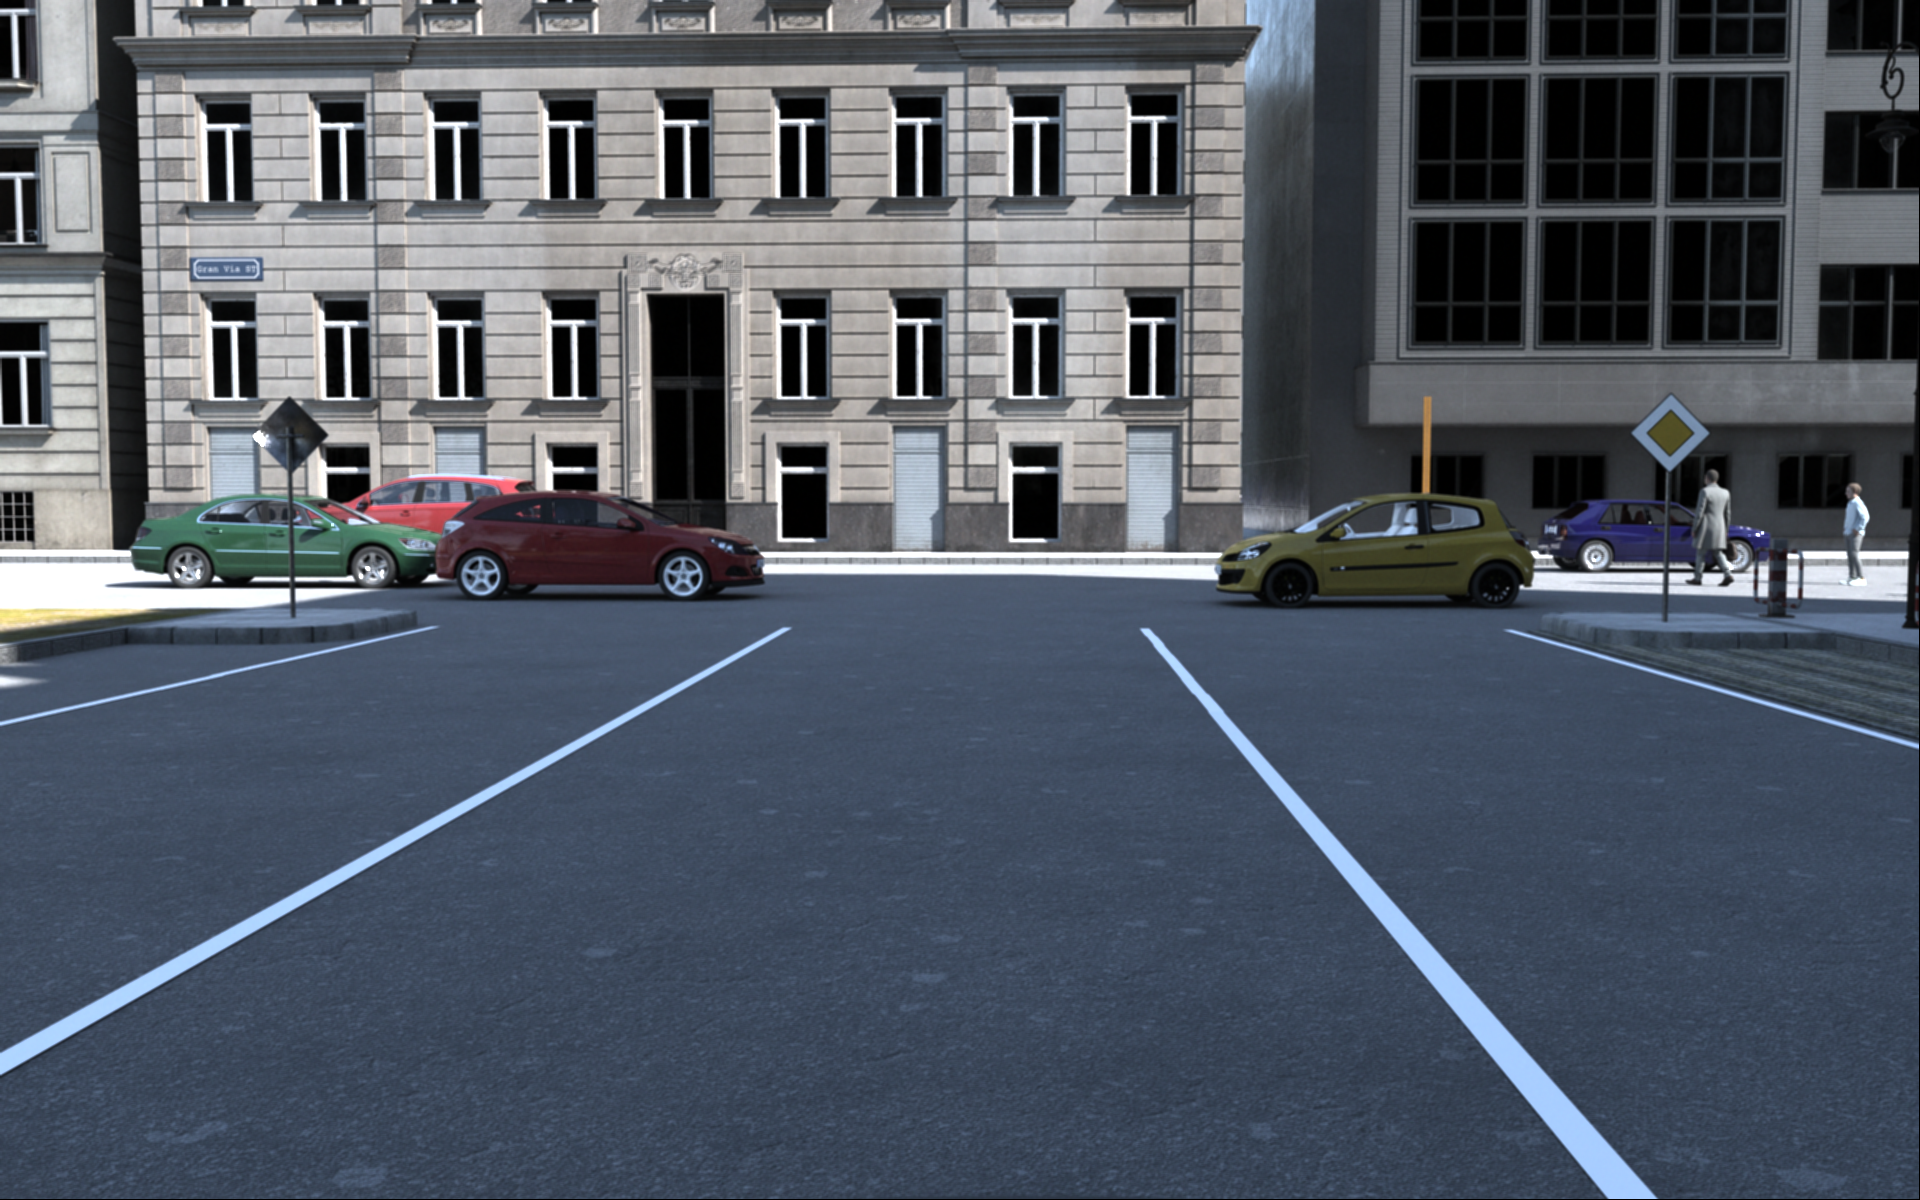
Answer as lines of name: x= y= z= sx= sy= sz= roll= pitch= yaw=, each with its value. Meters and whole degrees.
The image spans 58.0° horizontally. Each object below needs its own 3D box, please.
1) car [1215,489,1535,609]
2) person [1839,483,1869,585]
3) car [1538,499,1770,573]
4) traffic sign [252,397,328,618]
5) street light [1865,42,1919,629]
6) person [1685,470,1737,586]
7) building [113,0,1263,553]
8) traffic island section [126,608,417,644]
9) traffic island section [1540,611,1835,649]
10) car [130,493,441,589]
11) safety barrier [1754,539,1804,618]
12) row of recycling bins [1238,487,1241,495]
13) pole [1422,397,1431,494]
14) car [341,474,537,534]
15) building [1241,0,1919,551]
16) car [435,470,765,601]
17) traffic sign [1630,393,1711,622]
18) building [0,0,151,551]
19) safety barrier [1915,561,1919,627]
car: x=5.319 y=-0.746 z=22.418 sx=3.980 sy=1.641 sz=2.015 roll=0 pitch=4 yaw=1
person: x=14.161 y=-1.049 z=27.459 sx=0.330 sy=1.601 sz=0.589 roll=1 pitch=4 yaw=13
car: x=12.880 y=-1.198 z=32.167 sx=3.894 sy=1.354 sz=1.945 roll=0 pitch=4 yaw=3
traffic sign: x=-6.911 y=-0.872 z=17.894 sx=0.795 sy=2.450 sz=0.064 roll=0 pitch=4 yaw=2
street light: x=9.119 y=-2.667 z=16.400 sx=0.468 sy=5.910 sz=1.993 roll=0 pitch=4 yaw=2
person: x=11.733 y=-1.129 z=27.068 sx=0.694 sy=1.812 sz=0.767 roll=-1 pitch=4 yaw=-20
building: x=-5.753 y=-15.019 z=42.816 sx=25.104 sy=27.353 sz=12.463 roll=0 pitch=4 yaw=2
traffic island section: x=-6.935 y=0.265 z=17.956 sx=2.009 sy=0.180 sz=2.903 roll=0 pitch=4 yaw=2
traffic island section: x=7.095 y=0.299 z=17.394 sx=2.009 sy=0.180 sz=2.903 roll=0 pitch=4 yaw=2
car: x=-10.280 y=-0.929 z=26.994 sx=4.920 sy=1.459 sz=2.131 roll=0 pitch=4 yaw=1
safety barrier: x=8.499 y=-0.228 z=18.000 sx=0.300 sy=0.817 sz=1.120 roll=0 pitch=4 yaw=2
row of recycling bins: x=15.518 y=-5.563 z=98.066 sx=3.534 sy=1.692 sz=1.069 roll=0 pitch=4 yaw=1
pole: x=9.785 y=-2.600 z=36.353 sx=0.158 sy=3.312 sz=0.155 roll=0 pitch=3 yaw=0
car: x=-10.662 y=-1.567 z=34.295 sx=5.304 sy=1.827 sz=2.281 roll=0 pitch=4 yaw=1
building: x=22.973 y=-13.708 z=43.196 sx=30.058 sy=24.678 sz=14.314 roll=0 pitch=4 yaw=2
car: x=-4.947 y=-0.916 z=24.011 sx=4.494 sy=1.783 sz=2.155 roll=0 pitch=4 yaw=3
traffic sign: x=7.071 y=-0.836 z=17.318 sx=0.795 sy=2.450 sz=0.064 roll=0 pitch=4 yaw=2
building: x=-33.219 y=-13.035 z=46.407 sx=30.059 sy=22.955 sz=16.112 roll=0 pitch=4 yaw=2
safety barrier: x=8.368 y=-0.022 z=14.628 sx=0.300 sy=0.817 sz=1.120 roll=0 pitch=4 yaw=2
